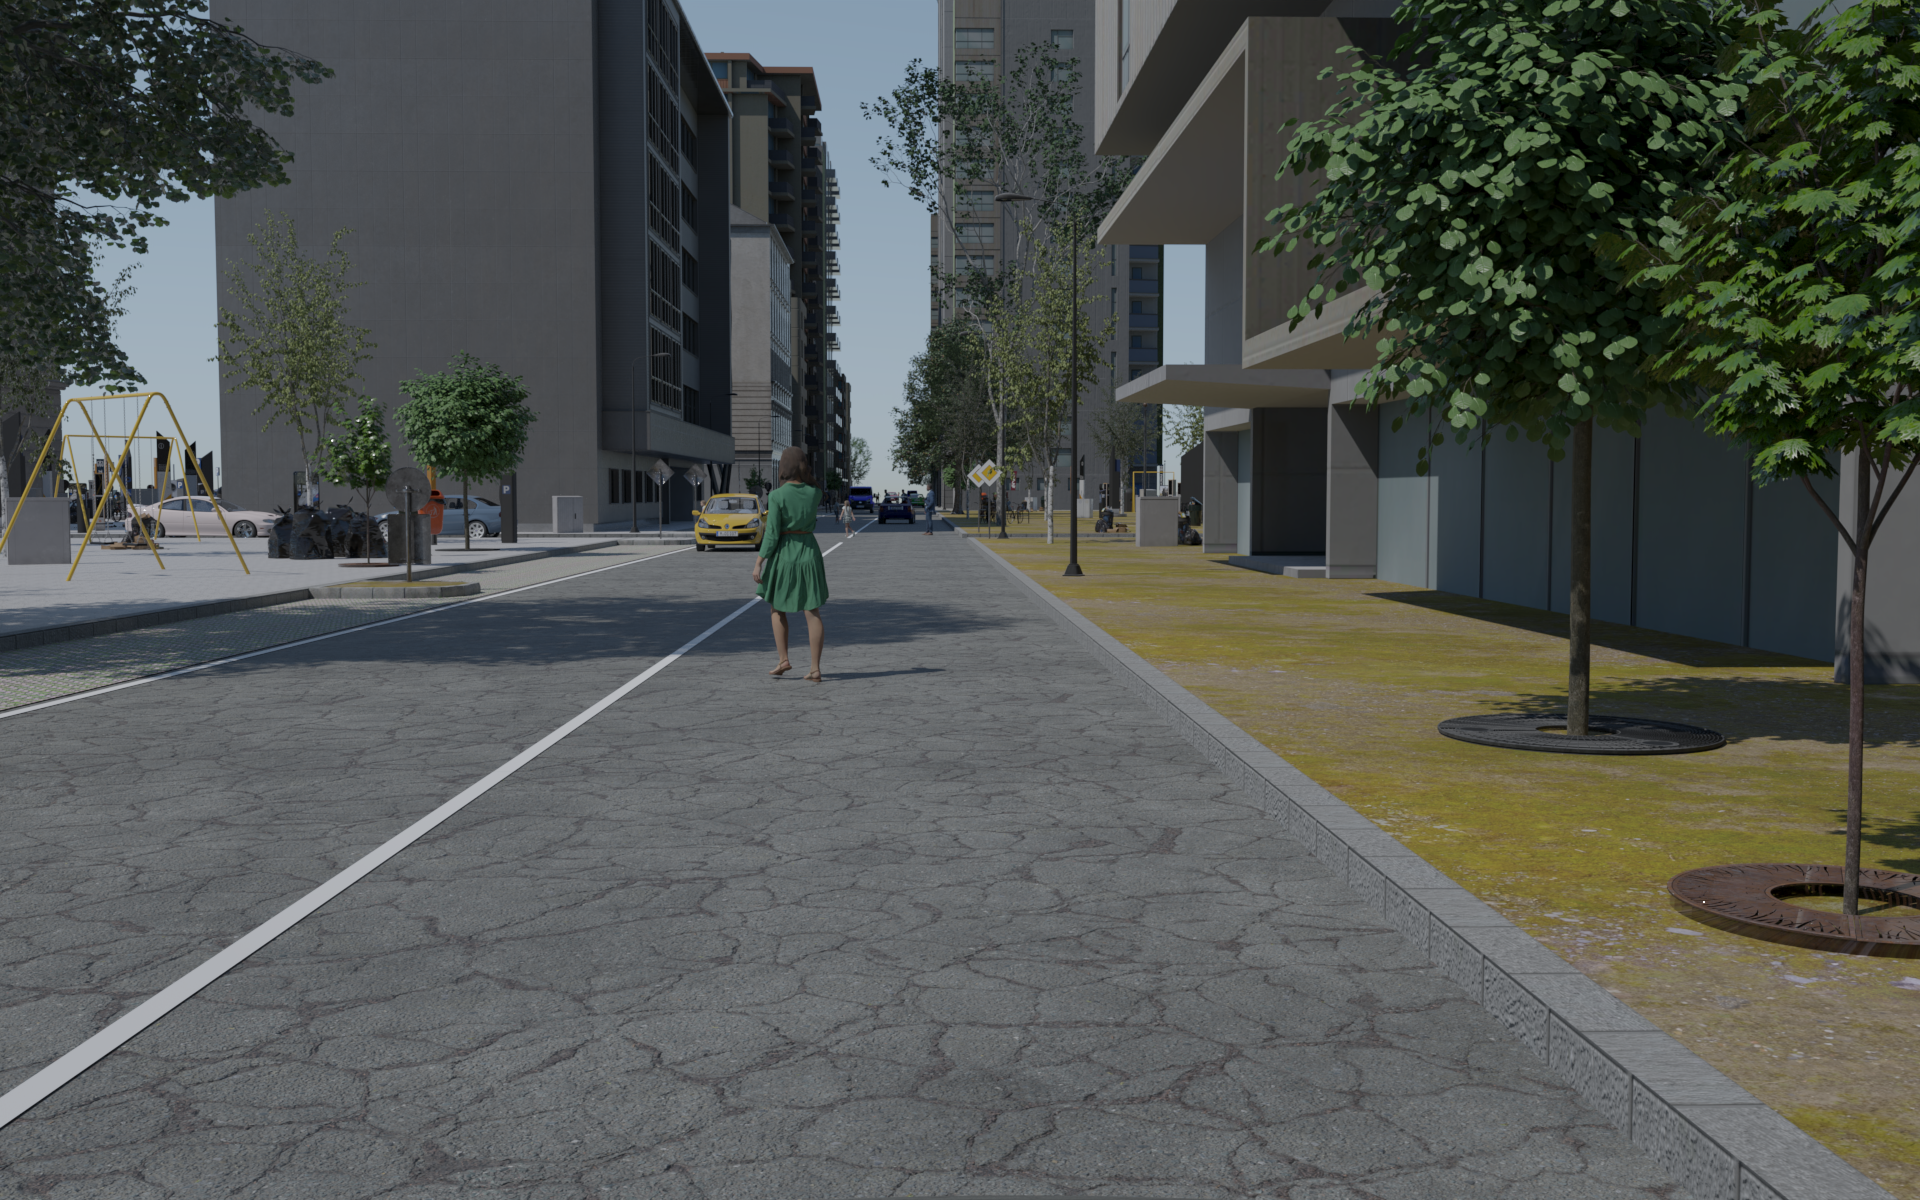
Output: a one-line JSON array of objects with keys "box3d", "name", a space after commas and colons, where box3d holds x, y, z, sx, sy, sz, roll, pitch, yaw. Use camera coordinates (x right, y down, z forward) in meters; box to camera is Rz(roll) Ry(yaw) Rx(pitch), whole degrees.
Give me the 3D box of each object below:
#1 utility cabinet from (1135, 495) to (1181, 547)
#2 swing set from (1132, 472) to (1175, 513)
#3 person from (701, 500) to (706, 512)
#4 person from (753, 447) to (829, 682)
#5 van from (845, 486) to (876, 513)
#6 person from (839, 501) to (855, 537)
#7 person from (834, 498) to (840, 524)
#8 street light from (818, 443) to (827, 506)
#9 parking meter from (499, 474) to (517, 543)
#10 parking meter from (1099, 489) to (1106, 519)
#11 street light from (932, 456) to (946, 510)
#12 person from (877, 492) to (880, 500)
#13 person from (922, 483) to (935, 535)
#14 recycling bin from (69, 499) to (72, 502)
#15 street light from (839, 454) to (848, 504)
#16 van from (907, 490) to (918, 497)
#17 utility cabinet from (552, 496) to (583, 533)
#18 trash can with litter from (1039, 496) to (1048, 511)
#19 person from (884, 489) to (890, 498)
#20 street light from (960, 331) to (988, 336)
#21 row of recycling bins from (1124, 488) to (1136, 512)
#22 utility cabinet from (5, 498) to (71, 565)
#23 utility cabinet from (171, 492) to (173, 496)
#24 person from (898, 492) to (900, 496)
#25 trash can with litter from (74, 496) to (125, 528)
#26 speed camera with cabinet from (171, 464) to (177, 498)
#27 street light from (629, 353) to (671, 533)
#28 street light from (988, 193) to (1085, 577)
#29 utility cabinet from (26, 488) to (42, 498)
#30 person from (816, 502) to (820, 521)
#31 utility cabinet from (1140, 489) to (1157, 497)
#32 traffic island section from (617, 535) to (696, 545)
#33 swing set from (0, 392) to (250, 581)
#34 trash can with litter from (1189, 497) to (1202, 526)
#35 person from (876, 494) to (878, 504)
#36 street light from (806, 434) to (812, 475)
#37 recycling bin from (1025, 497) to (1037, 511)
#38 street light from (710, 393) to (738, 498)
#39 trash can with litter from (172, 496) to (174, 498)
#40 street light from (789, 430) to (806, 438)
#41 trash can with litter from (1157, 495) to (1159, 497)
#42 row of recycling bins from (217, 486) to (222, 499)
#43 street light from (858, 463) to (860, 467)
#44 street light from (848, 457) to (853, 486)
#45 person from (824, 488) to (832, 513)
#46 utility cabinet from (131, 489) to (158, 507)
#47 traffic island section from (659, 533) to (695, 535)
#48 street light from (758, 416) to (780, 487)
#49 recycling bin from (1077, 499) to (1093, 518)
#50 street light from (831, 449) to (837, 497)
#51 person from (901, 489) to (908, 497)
[{"box3d": [4.824, -1.912, 42.422, 1.020, 1.237, 0.306, -1, 4, -17], "name": "utility cabinet"}, {"box3d": [13.484, -7.591, 121.731, 3.119, 2.851, 2.862, 0, 4, 3], "name": "swing set"}, {"box3d": [-8.856, -2.868, 60.408, 0.382, 1.210, 0.505, -2, 4, -27], "name": "person"}, {"box3d": [-1.268, -0.279, 13.308, 0.600, 1.795, 0.529, -3, 5, -41], "name": "person"}, {"box3d": [-7.413, -7.668, 129.754, 2.240, 2.365, 5.245, 0, 4, -2], "name": "van"}, {"box3d": [-3.785, -2.727, 58.096, 0.505, 1.210, 0.382, -2, 4, -35], "name": "person"}, {"box3d": [-5.854, -4.250, 82.676, 0.352, 1.250, 0.332, 1, 4, 16], "name": "person"}, {"box3d": [-12.898, -11.254, 156.536, 1.470, 5.913, 1.316, 0, 4, -2], "name": "street light"}, {"box3d": [-11.803, -2.419, 45.258, 0.399, 1.863, 0.255, 1, 4, 12], "name": "parking meter"}, {"box3d": [7.476, -5.040, 90.813, 0.372, 1.533, 0.369, 0, 3, 0], "name": "parking meter"}, {"box3d": [-1.811, -10.287, 140.733, 1.470, 5.913, 1.316, 0, 4, -2], "name": "street light"}, {"box3d": [-13.078, -16.326, 276.145, 0.721, 1.735, 1.217, 3, 5, 40], "name": "person"}, {"box3d": [-1.064, -3.156, 60.278, 0.419, 1.800, 0.721, -1, 4, -13], "name": "person"}, {"box3d": [-48.227, -4.936, 93.265, 0.722, 1.027, 0.722, -2, 4, -31], "name": "recycling bin"}, {"box3d": [-14.105, -14.020, 201.775, 1.470, 5.913, 1.316, 0, 4, -2], "name": "street light"}, {"box3d": [-7.817, -17.035, 282.904, 2.240, 2.365, 5.245, 0, 4, -2], "name": "van"}, {"box3d": [-12.932, -2.813, 57.150, 0.306, 1.237, 1.020, 3, 5, 42], "name": "utility cabinet"}, {"box3d": [6.283, -7.235, 129.685, 0.624, 1.170, 1.055, 1, 4, 18], "name": "trash can with litter"}, {"box3d": [-5.390, -7.255, 127.472, 0.721, 1.781, 0.623, -2, 4, -24], "name": "person"}, {"box3d": [0.700, -4.714, 49.611, 1.470, 5.913, 1.316, 0, 4, -2], "name": "street light"}, {"box3d": [12.201, -7.226, 125.252, 1.069, 1.692, 3.534, 0, 4, 2], "name": "row of recycling bins"}, {"box3d": [-16.829, -1.252, 31.624, 1.020, 1.237, 0.306, -2, 4, -32], "name": "utility cabinet"}, {"box3d": [-49.991, -6.107, 108.523, 1.173, 1.500, 0.318, -3, 4, -36], "name": "utility cabinet"}, {"box3d": [-9.607, -15.865, 268.614, 0.721, 1.743, 1.217, 0, 4, 7], "name": "person"}, {"box3d": [-32.832, -3.390, 66.484, 2.233, 1.210, 1.678, -2, 4, -31], "name": "trash can with litter"}, {"box3d": [-52.542, -7.325, 114.095, 2.038, 3.252, 0.660, 0, 4, -5], "name": "speed camera with cabinet"}, {"box3d": [-10.224, -5.177, 57.192, 1.470, 5.913, 1.316, 0, 4, -2], "name": "street light"}, {"box3d": [1.237, -3.326, 26.924, 1.470, 5.913, 1.316, 0, 4, -2], "name": "street light"}, {"box3d": [-33.849, -3.308, 62.769, 1.173, 1.500, 0.318, 1, 4, 16], "name": "utility cabinet"}, {"box3d": [-7.426, -4.828, 87.556, 0.853, 1.813, 0.709, 3, 5, 40], "name": "person"}, {"box3d": [8.811, -4.418, 80.912, 0.318, 1.500, 1.173, 2, 4, 34], "name": "utility cabinet"}, {"box3d": [-8.573, -1.664, 49.492, 2.009, 0.180, 2.903, 0, 4, -2], "name": "traffic island section"}, {"box3d": [-13.254, -1.817, 27.331, 3.119, 2.851, 2.862, 3, 5, 39], "name": "swing set"}, {"box3d": [9.635, -3.528, 69.074, 1.055, 1.170, 0.624, 1, 4, 9], "name": "trash can with litter"}, {"box3d": [-11.747, -14.166, 243.375, 0.557, 1.426, 1.065, 1, 4, 22], "name": "person"}, {"box3d": [-12.288, -9.876, 134.011, 1.470, 5.913, 1.316, 0, 4, -2], "name": "street light"}, {"box3d": [5.425, -7.323, 132.279, 0.722, 1.027, 0.722, 2, 4, 28], "name": "recycling bin"}, {"box3d": [-10.911, -6.555, 79.715, 1.470, 5.913, 1.316, 0, 4, -2], "name": "street light"}, {"box3d": [-41.374, -4.907, 91.283, 2.233, 1.210, 1.678, 0, 4, 8], "name": "trash can with litter"}, {"box3d": [-12.079, -9.324, 124.982, 1.470, 5.913, 1.316, 0, 4, -2], "name": "street light"}, {"box3d": [14.821, -7.349, 131.208, 1.678, 1.210, 2.233, -2, 4, -33], "name": "trash can with litter"}, {"box3d": [-34.281, -4.689, 83.775, 3.534, 1.692, 1.069, 1, 4, 8], "name": "row of recycling bins"}, {"box3d": [-15.720, -17.697, 261.886, 1.470, 5.913, 1.316, 0, 4, -2], "name": "street light"}, {"box3d": [-14.476, -14.942, 216.837, 1.470, 5.913, 1.316, 0, 4, -2], "name": "street light"}, {"box3d": [-9.989, -7.513, 130.697, 0.648, 1.900, 0.474, 1, 4, 9], "name": "person"}, {"box3d": [-32.410, -3.699, 69.155, 1.173, 1.500, 0.318, 0, 4, -3], "name": "utility cabinet"}, {"box3d": [-8.789, -2.153, 57.475, 2.009, 0.180, 2.903, 0, 4, -2], "name": "traffic island section"}, {"box3d": [-11.332, -7.946, 102.461, 1.470, 5.913, 1.316, 0, 4, -2], "name": "street light"}, {"box3d": [6.621, -4.840, 91.693, 0.722, 1.027, 0.722, 1, 4, 17], "name": "recycling bin"}, {"box3d": [-13.568, -12.643, 179.248, 1.470, 5.913, 1.316, 0, 4, -2], "name": "street light"}, {"box3d": [-4.004, -7.061, 124.302, 0.623, 1.781, 0.721, 1, 4, 13], "name": "person"}]
